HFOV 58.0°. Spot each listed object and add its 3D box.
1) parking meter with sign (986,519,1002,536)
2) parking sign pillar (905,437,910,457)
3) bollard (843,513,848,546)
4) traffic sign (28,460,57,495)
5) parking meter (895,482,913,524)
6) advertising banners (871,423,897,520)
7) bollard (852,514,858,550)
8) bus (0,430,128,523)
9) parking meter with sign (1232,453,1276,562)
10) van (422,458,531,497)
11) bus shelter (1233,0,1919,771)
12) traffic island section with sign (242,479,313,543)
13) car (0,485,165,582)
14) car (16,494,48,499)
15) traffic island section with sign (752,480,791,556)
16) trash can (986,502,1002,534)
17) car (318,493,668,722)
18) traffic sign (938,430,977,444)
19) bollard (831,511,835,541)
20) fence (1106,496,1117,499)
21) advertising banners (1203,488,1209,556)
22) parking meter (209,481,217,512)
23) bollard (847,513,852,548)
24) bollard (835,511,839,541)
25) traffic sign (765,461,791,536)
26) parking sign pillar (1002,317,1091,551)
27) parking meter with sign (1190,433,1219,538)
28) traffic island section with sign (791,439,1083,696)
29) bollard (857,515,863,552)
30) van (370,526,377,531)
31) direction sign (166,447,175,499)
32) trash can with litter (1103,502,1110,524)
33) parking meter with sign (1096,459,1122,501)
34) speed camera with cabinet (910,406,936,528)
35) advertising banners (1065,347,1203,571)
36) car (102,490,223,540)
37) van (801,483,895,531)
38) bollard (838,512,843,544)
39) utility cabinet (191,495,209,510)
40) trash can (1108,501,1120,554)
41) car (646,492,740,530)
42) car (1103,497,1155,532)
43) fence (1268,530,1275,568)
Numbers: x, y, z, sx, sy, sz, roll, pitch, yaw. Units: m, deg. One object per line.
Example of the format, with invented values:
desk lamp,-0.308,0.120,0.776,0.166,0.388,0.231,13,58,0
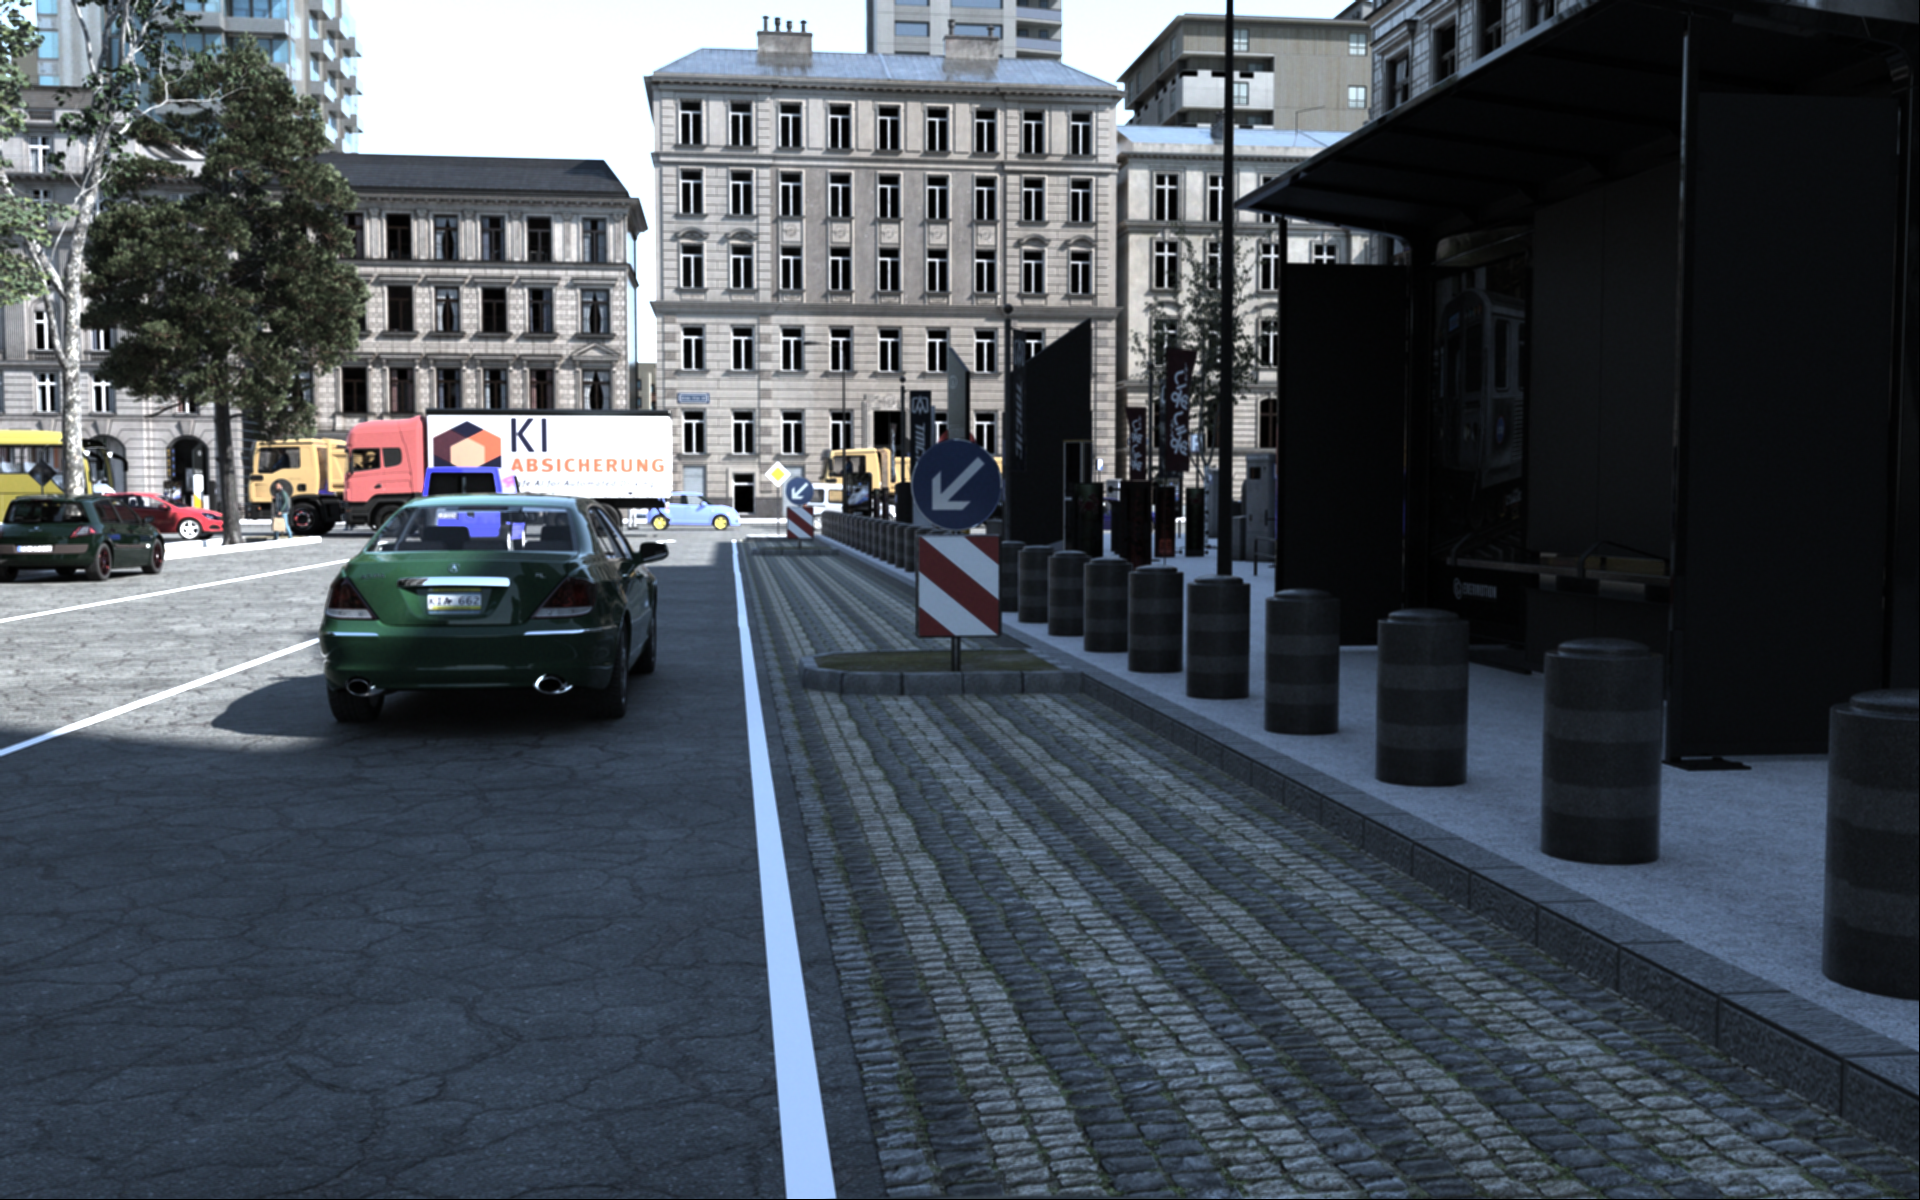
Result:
parking meter with sign,1.123,-2.000,28.961,0.543,3.016,1.738,3,4,38
parking sign pillar,-1.915,-5.676,81.279,1.447,3.967,1.447,0,4,-4
bollard,-2.644,-1.732,43.042,0.404,0.777,0.398,0,3,0
traffic sign,-26.638,-2.854,50.304,0.795,2.450,0.064,0,4,-8
parking meter,-1.158,-1.678,35.854,0.372,1.533,0.369,0,3,0
advertising banners,-1.822,-2.809,42.118,0.090,3.025,2.074,1,4,14
bollard,-2.217,-1.536,39.836,0.404,0.777,0.398,0,3,0
bus,-39.034,-4.605,66.841,12.252,3.916,2.896,0,4,-8
parking meter with sign,5.790,-2.232,32.760,0.543,3.016,1.738,-2,4,-35
van,-11.571,-2.267,41.450,2.240,2.365,5.245,-1,4,-9
bus shelter,3.455,-1.213,11.119,1.731,3.624,6.357,0,4,-8
traffic island section with sign,-20.302,-2.649,51.445,2.006,1.907,1.989,0,4,-8
car,-15.061,-1.219,29.711,2.009,1.686,4.222,0,4,-7
car,-32.395,-3.252,62.958,4.222,1.686,2.009,0,4,-7
traffic island section with sign,-3.913,-1.970,40.831,1.989,1.847,2.006,0,4,-8
trash can,0.756,-1.141,30.308,0.748,1.137,0.748,0,3,0
car,-3.200,-0.037,12.405,2.131,1.459,4.920,0,4,-6
traffic sign,-0.060,-2.022,33.166,0.768,2.556,0.104,0,4,-1
bollard,-3.282,-2.027,47.850,0.404,0.777,0.398,0,3,0
fence,6.406,-4.358,82.455,2.264,1.192,0.480,0,4,8
advertising banners,4.187,-2.380,35.098,2.074,3.025,0.090,-2,4,-29
parking meter,-32.685,-4.286,75.780,0.255,1.863,0.399,-1,4,-12
bollard,-2.425,-1.634,41.435,0.404,0.777,0.398,0,3,0
bollard,-3.070,-1.928,46.247,0.404,0.777,0.398,0,3,0
traffic sign,-5.578,-3.024,53.086,0.795,2.450,0.064,0,4,-8
parking sign pillar,1.321,-2.328,26.533,1.447,3.967,1.447,-1,4,-15
parking meter with sign,7.510,-3.315,50.460,1.738,3.016,0.543,-3,4,-37
traffic island section with sign,-0.226,-0.280,13.207,1.989,1.847,2.006,0,4,-8
bollard,-2.000,-1.438,38.224,0.404,0.777,0.398,0,3,0
van,-20.894,-3.871,67.681,5.245,2.365,2.240,0,4,-8
direction sign,-37.790,-5.566,82.993,0.379,3.537,0.876,0,4,-2
trash can with litter,2.884,-1.678,38.822,0.624,1.170,1.055,2,4,30
parking meter with sign,7.681,-5.507,86.302,1.738,3.016,0.543,2,4,31
speed camera with cabinet,-0.878,-2.766,39.564,0.660,3.252,2.038,0,4,-7
advertising banners,2.045,-1.478,20.359,2.074,3.025,0.090,-3,4,-37
car,-25.382,-2.779,54.471,4.494,1.783,2.155,-1,4,-9
van,-4.275,-3.764,68.554,4.112,2.044,2.013,0,4,-7
bollard,-2.854,-1.830,44.642,0.404,0.777,0.398,0,3,0
utility cabinet,-33.998,-4.083,77.921,1.020,1.237,0.306,-1,4,-13
trash can,3.519,-1.543,36.886,0.748,1.137,0.748,0,3,0
car,-10.648,-3.642,69.135,3.694,1.707,1.945,0,4,-7
car,5.092,-2.924,60.386,3.894,1.354,1.945,-1,4,-9
fence,6.338,-0.885,29.838,2.069,0.683,0.278,2,4,32
